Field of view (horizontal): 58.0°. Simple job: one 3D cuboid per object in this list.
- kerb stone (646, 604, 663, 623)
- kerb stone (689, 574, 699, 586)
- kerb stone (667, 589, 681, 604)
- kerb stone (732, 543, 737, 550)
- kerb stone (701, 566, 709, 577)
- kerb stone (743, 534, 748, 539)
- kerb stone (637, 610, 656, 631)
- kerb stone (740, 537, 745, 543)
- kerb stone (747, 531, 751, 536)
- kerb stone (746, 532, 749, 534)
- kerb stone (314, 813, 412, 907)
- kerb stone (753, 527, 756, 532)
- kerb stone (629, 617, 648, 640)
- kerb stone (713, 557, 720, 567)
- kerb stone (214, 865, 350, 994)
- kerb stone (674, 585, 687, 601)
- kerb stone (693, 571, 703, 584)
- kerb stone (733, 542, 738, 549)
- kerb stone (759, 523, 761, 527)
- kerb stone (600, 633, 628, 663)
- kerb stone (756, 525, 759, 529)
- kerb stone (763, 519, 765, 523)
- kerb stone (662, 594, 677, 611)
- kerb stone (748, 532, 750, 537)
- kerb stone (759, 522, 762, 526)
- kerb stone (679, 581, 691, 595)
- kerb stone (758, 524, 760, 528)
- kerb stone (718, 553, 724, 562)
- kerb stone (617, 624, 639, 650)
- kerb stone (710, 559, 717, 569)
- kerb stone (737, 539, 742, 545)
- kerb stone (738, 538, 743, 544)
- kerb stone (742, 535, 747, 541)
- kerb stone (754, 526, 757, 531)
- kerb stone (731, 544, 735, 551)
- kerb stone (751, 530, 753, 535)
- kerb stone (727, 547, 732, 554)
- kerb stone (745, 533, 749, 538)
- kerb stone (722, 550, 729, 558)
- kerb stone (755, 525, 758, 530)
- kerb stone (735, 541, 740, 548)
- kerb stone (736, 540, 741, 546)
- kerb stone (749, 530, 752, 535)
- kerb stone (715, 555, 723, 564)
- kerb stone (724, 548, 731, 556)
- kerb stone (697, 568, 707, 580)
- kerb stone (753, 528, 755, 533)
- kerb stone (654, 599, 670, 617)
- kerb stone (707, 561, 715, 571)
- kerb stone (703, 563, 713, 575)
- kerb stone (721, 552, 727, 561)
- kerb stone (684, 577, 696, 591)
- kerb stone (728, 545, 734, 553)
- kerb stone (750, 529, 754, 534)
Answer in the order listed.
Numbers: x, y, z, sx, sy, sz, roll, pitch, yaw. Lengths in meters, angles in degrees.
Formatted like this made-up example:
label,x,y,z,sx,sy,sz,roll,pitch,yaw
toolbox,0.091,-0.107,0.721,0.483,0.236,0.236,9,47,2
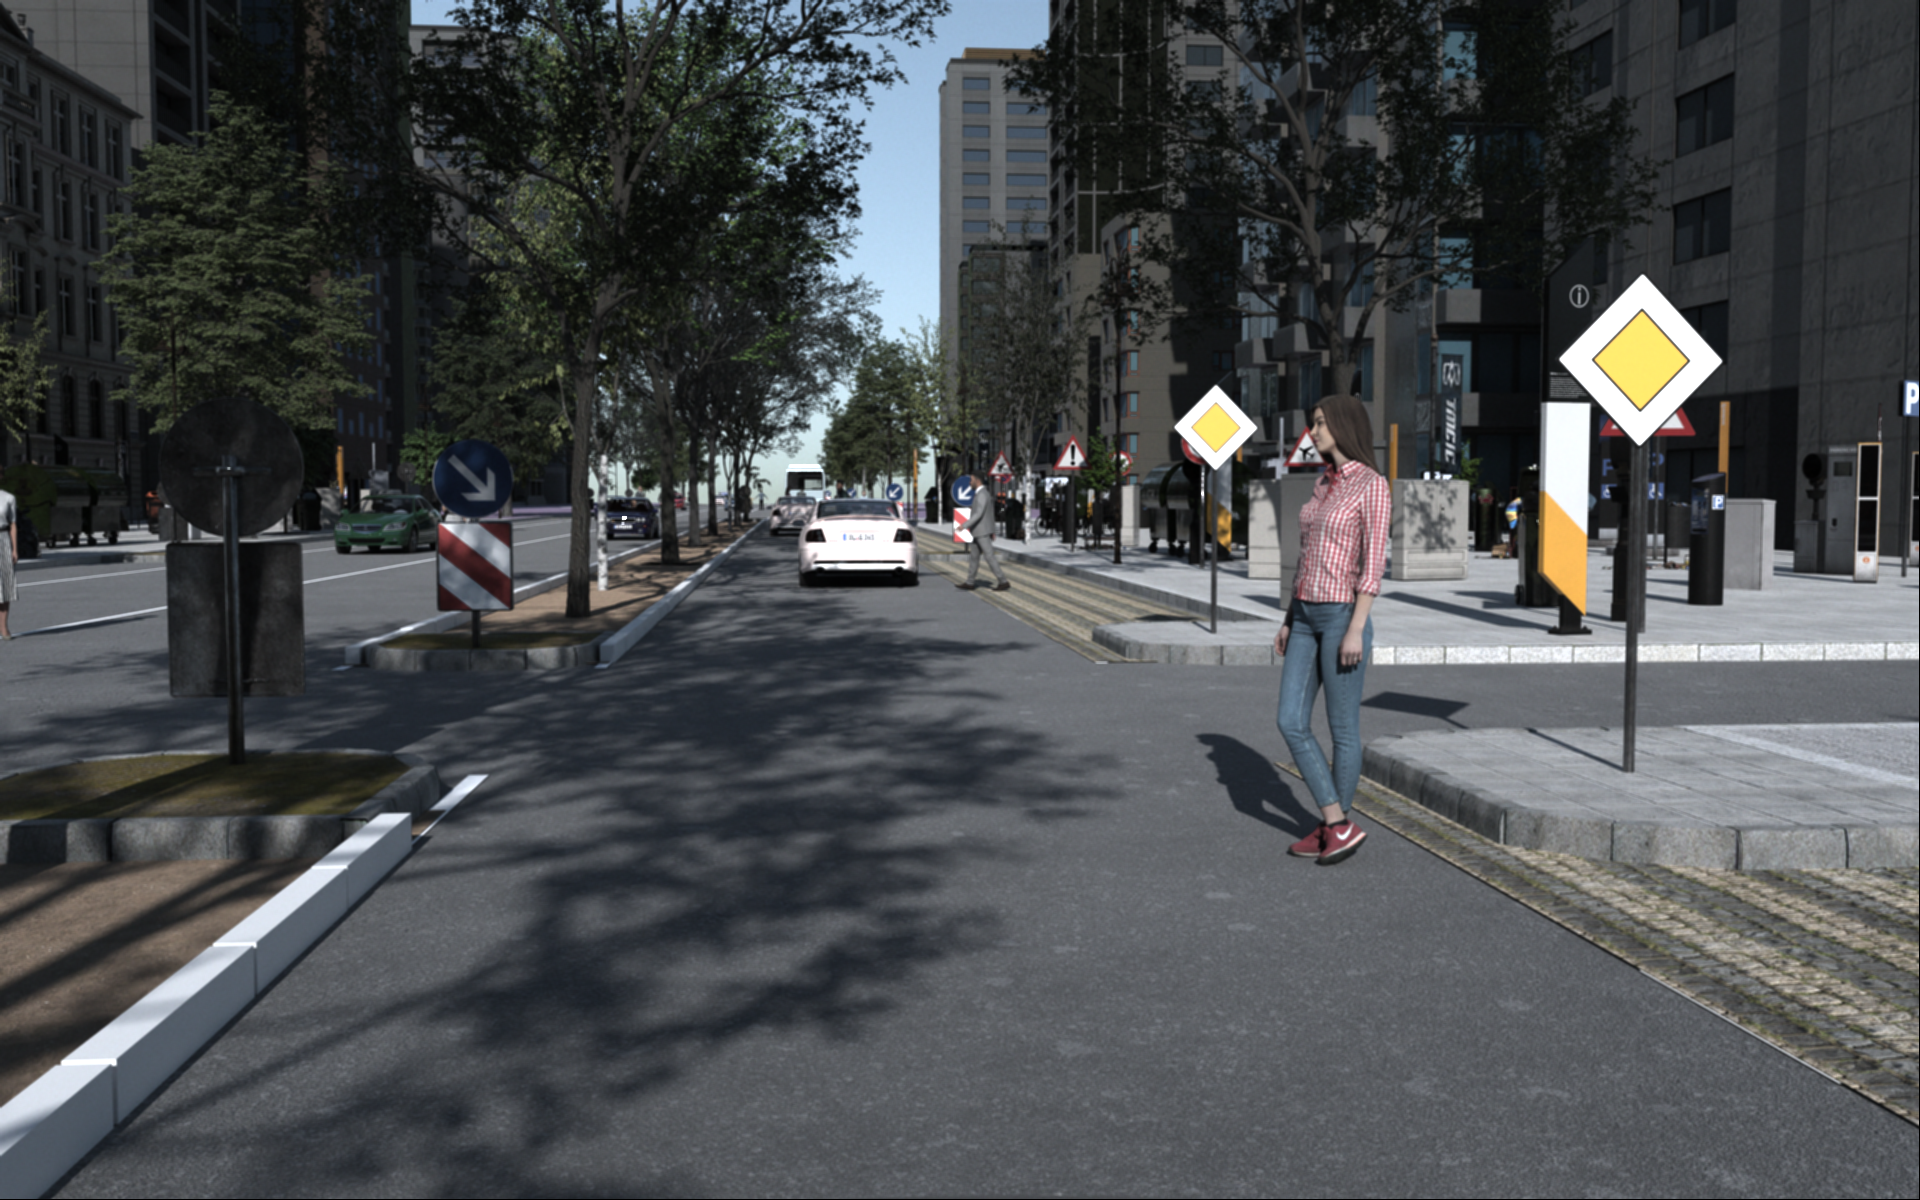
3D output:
label,x,y,z,sx,sy,sz,roll,pitch,yaw
kerb stone,-3.433,0.177,19.294,0.120,0.150,1.000,0,4,-5
kerb stone,-4.106,-0.259,26.425,0.120,0.150,1.000,0,4,-5
kerb stone,-3.724,-0.009,22.350,0.120,0.150,1.000,0,4,-5
kerb stone,-5.651,-1.257,42.753,0.120,0.150,1.000,0,4,-5
kerb stone,-4.395,-0.444,29.478,0.120,0.150,1.000,0,4,-5
kerb stone,-6.515,-1.818,51.921,0.120,0.150,1.000,0,4,-5
kerb stone,-3.331,0.240,18.270,0.120,0.150,1.000,0,4,-5
kerb stone,-6.222,-1.628,48.866,0.120,0.150,1.000,0,4,-5
kerb stone,-6.907,-2.067,55.993,0.120,0.150,1.000,0,4,-5
kerb stone,-6.713,-1.943,53.957,0.120,0.150,1.000,0,4,-5
kerb stone,-2.219,0.962,6.466,0.120,0.150,1.000,0,4,-5
kerb stone,-7.484,-2.442,62.123,0.120,0.150,1.000,0,4,-5
kerb stone,-3.234,0.304,17.249,0.120,0.150,1.000,0,4,-5
kerb stone,-4.781,-0.688,33.569,0.120,0.150,1.000,0,4,-5
kerb stone,-2.119,1.024,5.449,0.120,0.150,1.000,0,4,-5
kerb stone,-3.813,-0.072,23.368,0.120,0.150,1.000,0,4,-5
kerb stone,-4.202,-0.321,27.443,0.120,0.150,1.000,0,4,-5
kerb stone,-5.750,-1.320,43.770,0.120,0.150,1.000,0,4,-5
kerb stone,-8.259,-2.940,70.276,0.120,0.150,1.000,0,4,-5
kerb stone,-3.044,0.428,15.202,0.120,0.150,1.000,0,4,-5
kerb stone,-7.868,-2.691,66.201,0.120,0.150,1.000,0,4,-5
kerb stone,-9.131,-3.499,79.458,0.120,0.150,1.000,0,4,-5
kerb stone,-3.616,0.057,21.334,0.120,0.150,1.000,0,4,-5
kerb stone,-6.811,-2.005,54.974,0.120,0.150,1.000,0,4,-5
kerb stone,-8.451,-3.066,72.331,0.120,0.150,1.000,0,4,-5
kerb stone,-3.909,-0.134,24.385,0.120,0.150,1.000,0,4,-5
kerb stone,-8.058,-2.815,68.237,0.120,0.150,1.000,0,4,-5
kerb stone,-4.978,-0.821,35.615,0.120,0.150,1.000,0,4,-5
kerb stone,-3.139,0.365,16.228,0.120,0.150,1.000,0,4,-5
kerb stone,-4.689,-0.633,32.541,0.120,0.150,1.000,0,4,-5
kerb stone,-6.030,-1.506,46.823,0.120,0.150,1.000,0,4,-5
kerb stone,-6.128,-1.564,47.845,0.120,0.150,1.000,0,4,-5
kerb stone,-6.422,-1.756,50.904,0.120,0.150,1.000,0,4,-5
kerb stone,-7.583,-2.504,63.145,0.120,0.150,1.000,0,4,-5
kerb stone,-5.553,-1.195,41.730,0.120,0.150,1.000,0,4,-5
kerb stone,-7.093,-2.192,58.039,0.120,0.150,1.000,0,4,-5
kerb stone,-5.357,-1.067,39.686,0.120,0.150,1.000,0,4,-5
kerb stone,-6.612,-1.876,52.940,0.120,0.150,1.000,0,4,-5
kerb stone,-5.167,-0.935,37.651,0.120,0.150,1.000,0,4,-5
kerb stone,-7.770,-2.627,65.180,0.120,0.150,1.000,0,4,-5
kerb stone,-5.835,-1.382,44.789,0.120,0.150,1.000,0,4,-5
kerb stone,-5.936,-1.443,45.806,0.120,0.150,1.000,0,4,-5
kerb stone,-6.998,-2.128,57.019,0.120,0.150,1.000,0,4,-5
kerb stone,-4.871,-0.758,34.588,0.120,0.150,1.000,0,4,-5
kerb stone,-5.256,-1.005,38.669,0.120,0.150,1.000,0,4,-5
kerb stone,-4.292,-0.383,28.461,0.120,0.150,1.000,0,4,-5
kerb stone,-7.386,-2.380,61.105,0.120,0.150,1.000,0,4,-5
kerb stone,-3.527,0.119,20.312,0.120,0.150,1.000,0,4,-5
kerb stone,-4.586,-0.571,31.524,0.120,0.150,1.000,0,4,-5
kerb stone,-4.485,-0.505,30.496,0.120,0.150,1.000,0,4,-5
kerb stone,-5.066,-0.879,36.634,0.120,0.150,1.000,0,4,-5
kerb stone,-4.004,-0.196,25.403,0.120,0.150,1.000,0,4,-5
kerb stone,-5.453,-1.133,40.713,0.120,0.150,1.000,0,4,-5
kerb stone,-7.201,-2.253,59.059,0.120,0.150,1.000,0,4,-5
